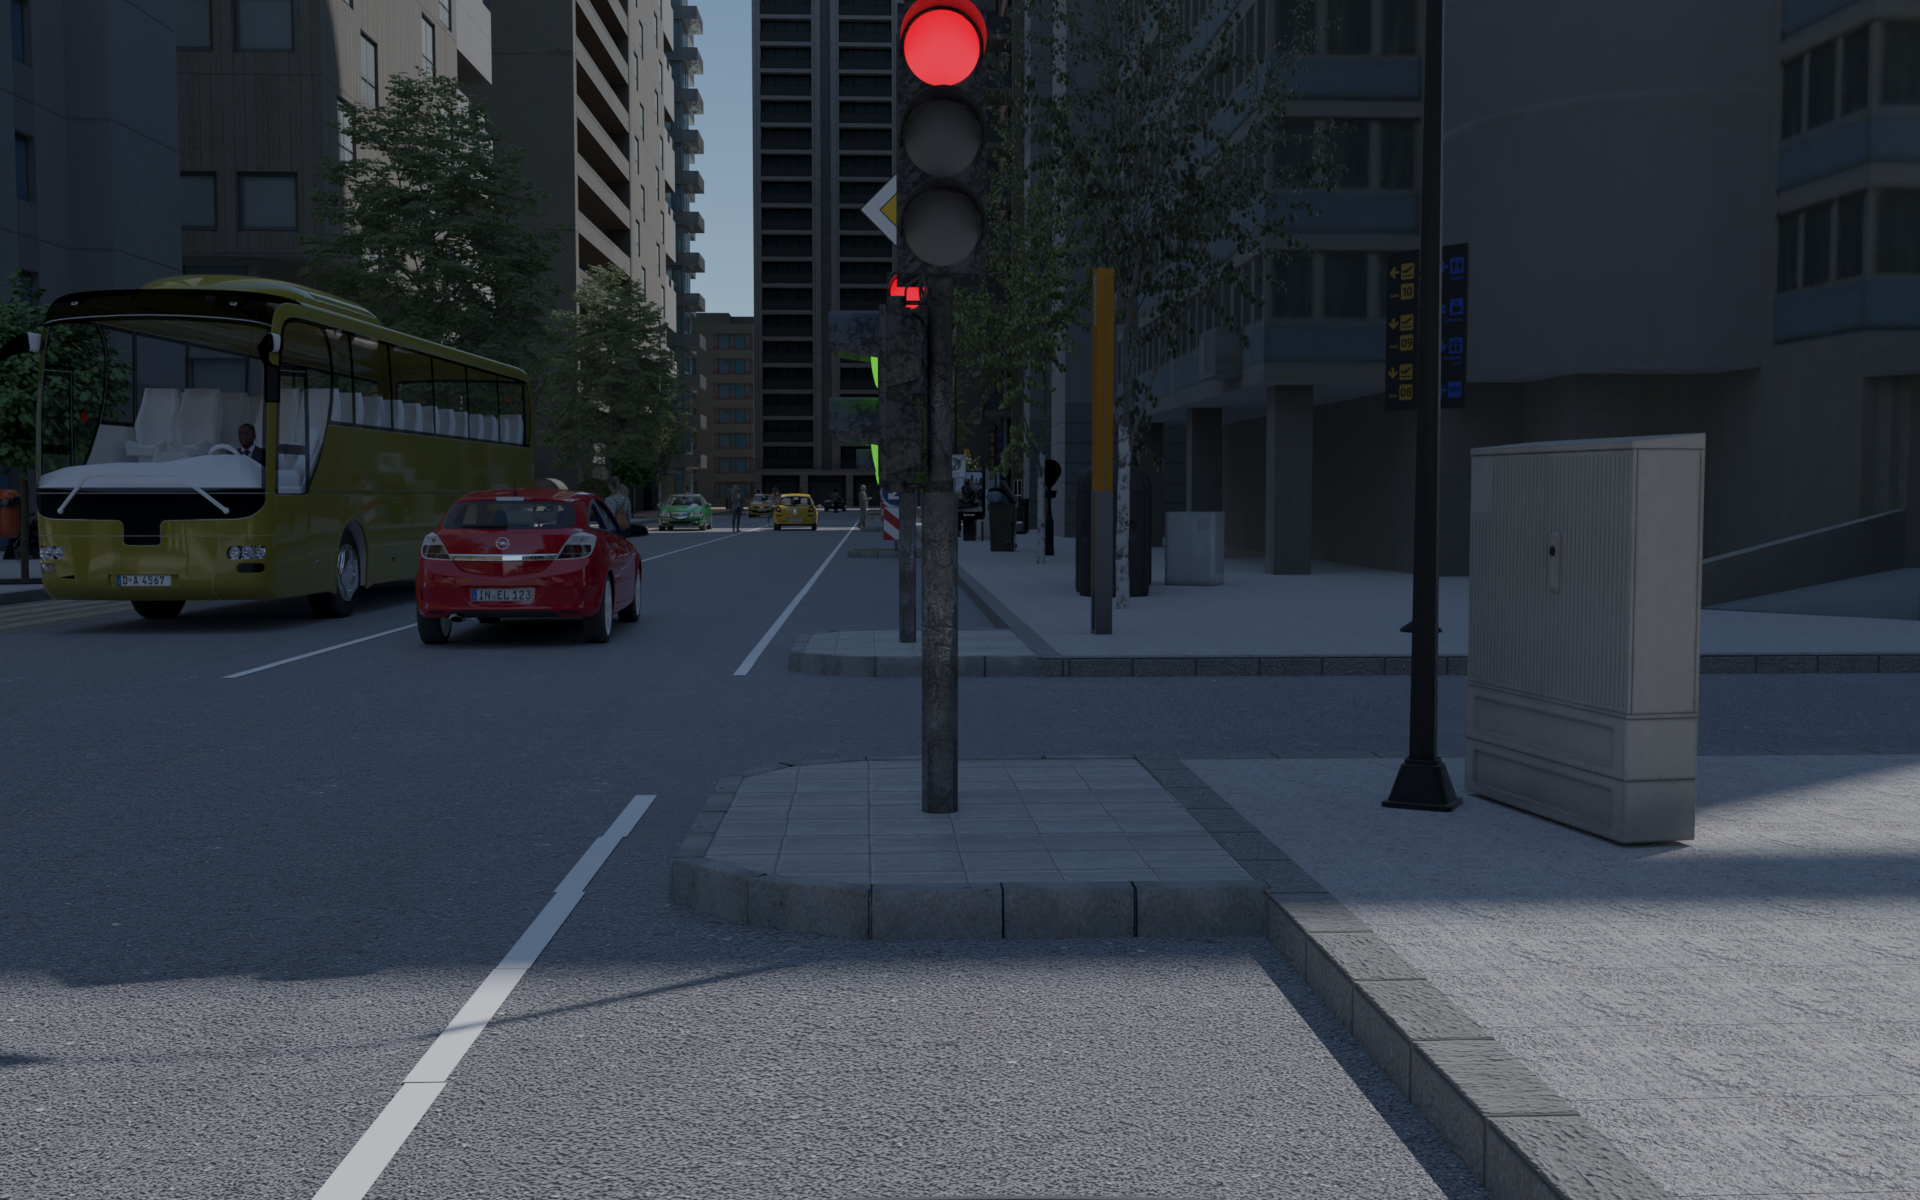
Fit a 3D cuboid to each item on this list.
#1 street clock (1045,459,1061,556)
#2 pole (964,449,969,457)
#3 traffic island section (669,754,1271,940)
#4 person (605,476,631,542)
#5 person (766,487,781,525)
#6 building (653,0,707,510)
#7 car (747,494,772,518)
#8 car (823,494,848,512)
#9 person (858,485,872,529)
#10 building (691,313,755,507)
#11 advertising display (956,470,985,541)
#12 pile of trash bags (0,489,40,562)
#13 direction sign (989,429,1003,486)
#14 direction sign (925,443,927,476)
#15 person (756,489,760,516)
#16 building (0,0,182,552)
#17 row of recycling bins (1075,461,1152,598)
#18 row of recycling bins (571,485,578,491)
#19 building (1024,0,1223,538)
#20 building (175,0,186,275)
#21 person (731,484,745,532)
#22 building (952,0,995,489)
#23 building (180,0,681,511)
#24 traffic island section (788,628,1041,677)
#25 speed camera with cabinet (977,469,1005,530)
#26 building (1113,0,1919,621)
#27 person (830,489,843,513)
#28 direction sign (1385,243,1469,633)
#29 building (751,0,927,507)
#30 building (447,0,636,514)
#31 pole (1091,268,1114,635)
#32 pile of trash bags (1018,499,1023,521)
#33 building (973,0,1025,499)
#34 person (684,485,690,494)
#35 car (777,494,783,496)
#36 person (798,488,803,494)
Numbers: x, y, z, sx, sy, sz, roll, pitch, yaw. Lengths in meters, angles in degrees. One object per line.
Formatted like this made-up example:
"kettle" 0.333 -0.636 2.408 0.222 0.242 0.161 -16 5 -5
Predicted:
"street clock" 1.863 -1.927 36.079 0.471 2.002 0.358 0 4 -4
"pole" 0.294 -5.155 78.131 0.158 3.312 0.155 0 3 0
"traffic island section" -0.059 0.934 7.017 2.009 0.180 2.903 0 4 -3
"person" -5.178 -1.013 26.064 0.512 1.701 0.522 -3 5 -40
"person" -8.517 -4.280 79.068 0.643 1.750 0.593 1 4 21
"building" -37.717 -32.363 148.741 30.456 49.044 23.786 0 4 -3
"car" -12.106 -5.916 106.948 2.015 1.641 3.980 0 4 -2
"car" -10.262 -8.119 142.524 2.009 1.686 4.222 0 4 -2
"person" -3.939 -3.865 71.873 0.590 1.801 0.661 -1 4 -10
"building" -36.122 -21.037 188.995 28.899 21.520 27.650 0 4 -3
"advertising display" 0.258 -2.573 47.285 0.974 1.923 0.123 2 4 34
"pile of trash bags" -17.952 -1.491 34.135 1.912 1.369 3.447 0 4 1
"direction sign" 1.244 -4.189 60.487 0.379 3.537 0.876 -2 4 -30
"direction sign" -1.244 -5.151 76.218 0.379 3.537 0.876 -3 4 -38
"person" -13.023 -6.223 111.042 0.721 1.735 1.217 2 4 29
"building" -29.782 -29.764 28.636 21.231 58.520 28.212 0 4 -3
"row of recycling bins" 2.062 -0.980 23.130 1.069 1.692 3.534 0 4 7
"row of recycling bins" -17.358 -4.514 80.918 3.534 1.692 1.069 -1 4 -23
"building" 12.900 -31.899 63.544 21.231 58.520 28.212 0 4 -3
"building" -33.486 -29.066 64.465 28.713 52.752 27.495 0 4 -3
"person" -8.395 -3.484 65.643 0.537 1.800 0.526 -1 4 -18
"building" 8.941 -32.332 152.337 21.300 48.544 21.600 0 4 -3
"building" -35.061 -32.665 123.306 28.713 52.752 27.495 0 4 -3
"traffic island section" -0.431 0.446 14.994 2.009 0.180 2.903 0 4 -3
"speed camera with cabinet" 1.071 -4.166 62.447 0.660 3.252 2.038 1 4 18
"building" 15.890 -20.833 32.505 23.993 40.220 32.217 0 4 -3
"person" -9.417 -7.532 131.662 1.348 1.823 0.705 3 5 41
"direction sign" 4.296 -1.470 16.033 0.379 3.537 0.876 -3 4 -39
"building" -11.226 -45.674 185.018 20.611 71.187 20.563 0 4 -3
"building" -31.034 -29.076 99.094 21.300 48.544 21.600 0 4 -3
"pole" 1.297 -1.342 15.783 0.158 3.312 0.155 0 3 0
"pile of trash bags" 3.228 -4.469 82.826 1.912 1.369 3.447 -2 4 -28
"building" 12.140 -27.541 104.917 22.147 44.769 28.867 0 4 -3
"person" -12.248 -4.205 77.256 0.388 1.821 0.555 -3 4 -36
"car" -12.424 -6.659 119.105 2.015 1.641 3.980 0 4 -3
"person" -10.297 -6.301 111.527 1.348 1.822 0.705 2 4 24
